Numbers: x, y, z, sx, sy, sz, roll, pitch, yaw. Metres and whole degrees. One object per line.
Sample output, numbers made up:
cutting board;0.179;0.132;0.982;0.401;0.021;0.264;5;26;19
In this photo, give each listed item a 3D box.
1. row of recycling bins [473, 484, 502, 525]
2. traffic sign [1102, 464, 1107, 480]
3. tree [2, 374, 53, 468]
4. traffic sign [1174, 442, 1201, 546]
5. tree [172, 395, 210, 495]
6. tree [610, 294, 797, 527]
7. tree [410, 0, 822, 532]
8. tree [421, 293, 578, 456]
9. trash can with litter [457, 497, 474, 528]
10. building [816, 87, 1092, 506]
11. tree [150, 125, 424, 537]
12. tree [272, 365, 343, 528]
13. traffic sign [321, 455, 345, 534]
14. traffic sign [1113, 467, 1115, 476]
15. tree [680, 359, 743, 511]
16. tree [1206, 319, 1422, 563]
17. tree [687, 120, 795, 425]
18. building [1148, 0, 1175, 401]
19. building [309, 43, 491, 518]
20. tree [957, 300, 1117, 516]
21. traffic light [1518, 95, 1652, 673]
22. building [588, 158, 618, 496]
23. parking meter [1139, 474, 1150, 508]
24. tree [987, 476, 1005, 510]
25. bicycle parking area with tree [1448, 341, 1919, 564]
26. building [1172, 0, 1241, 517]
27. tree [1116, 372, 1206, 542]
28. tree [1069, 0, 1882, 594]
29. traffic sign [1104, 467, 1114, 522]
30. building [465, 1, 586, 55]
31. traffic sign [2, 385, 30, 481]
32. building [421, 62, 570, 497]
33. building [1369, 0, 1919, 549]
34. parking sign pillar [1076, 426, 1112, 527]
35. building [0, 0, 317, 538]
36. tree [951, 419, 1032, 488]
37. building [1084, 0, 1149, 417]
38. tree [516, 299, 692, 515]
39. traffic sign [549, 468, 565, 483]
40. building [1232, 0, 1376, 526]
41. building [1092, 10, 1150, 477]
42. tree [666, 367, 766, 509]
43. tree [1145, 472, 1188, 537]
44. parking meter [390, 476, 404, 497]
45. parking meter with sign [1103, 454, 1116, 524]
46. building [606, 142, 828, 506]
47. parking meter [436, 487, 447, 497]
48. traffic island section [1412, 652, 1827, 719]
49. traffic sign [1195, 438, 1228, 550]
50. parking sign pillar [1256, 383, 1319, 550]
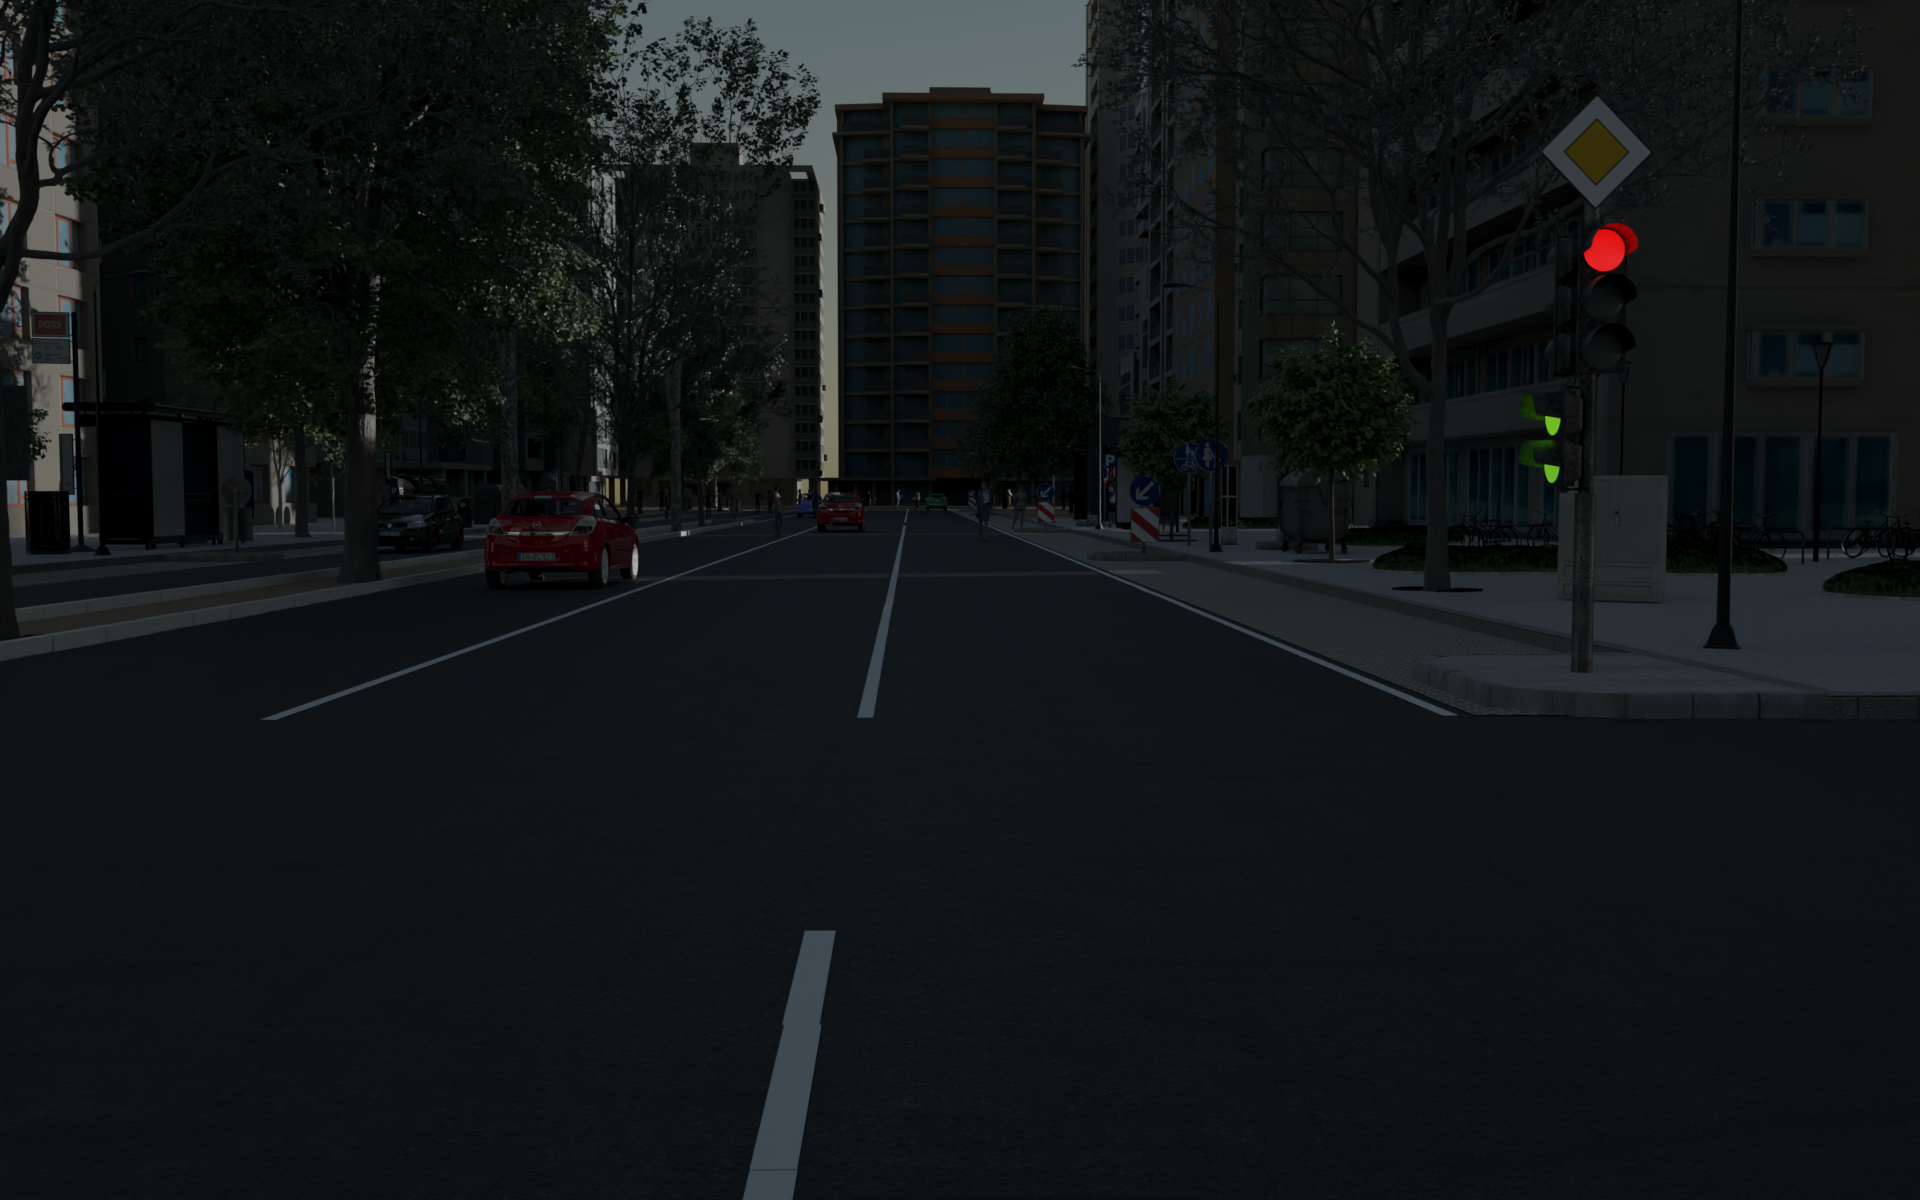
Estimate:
row of recycling bins;-20.128;-4.130;74.645;1.069;1.692;3.534;0;3;0
traffic sign;5.739;-4.395;71.969;0.768;2.556;0.104;0;4;8
tree;-23.941;-3.564;41.990;4.285;4.588;4.351;0;3;0
traffic sign;5.648;-2.601;42.638;0.768;2.556;0.104;0;4;7
tree;-25.710;-4.516;57.557;4.285;4.588;4.351;0;3;0
tree;-11.266;-8.486;75.622;8.767;10.594;7.601;0;4;-2
tree;-11.868;-12.647;65.122;12.611;20.169;13.585;0;3;0
tree;-20.628;-8.743;77.360;7.601;10.594;8.767;-1;4;-10
trash can with litter;-18.797;-3.295;65.259;1.055;1.170;0.624;3;5;41
building;-0.777;-32.709;189.416;28.867;44.769;22.147;0;4;-2
tree;-19.953;-8.124;50.954;7.486;12.596;7.792;0;3;0
tree;-25.459;-7.017;65.087;4.737;8.622;4.395;0;3;0
traffic sign;-20.336;-3.428;56.161;0.768;2.556;0.104;0;3;0
traffic sign;6.491;-4.216;69.032;0.768;2.556;0.104;0;4;3
tree;-20.802;-13.620;129.339;9.857;13.997;8.962;0;3;0
tree;7.040;-2.998;32.735;4.285;4.588;4.351;0;3;0
tree;-10.134;-8.572;52.982;12.009;13.543;11.850;0;3;0
building;21.650;-41.191;111.733;20.563;71.187;20.611;0;4;-2
building;-44.409;-24.840;98.021;32.217;40.220;23.993;0;4;-2
tree;4.934;-11.350;102.582;9.611;12.733;9.660;0;3;0
traffic light;4.464;-1.434;12.373;0.839;4.253;0.868;0;4;-2
building;-36.775;-22.960;147.091;14.107;30.474;14.160;0;4;-2
parking meter;5.337;-2.709;49.997;0.255;1.863;0.399;1;4;18
tree;2.793;-9.164;144.430;1.663;3.219;1.824;0;3;0
bicycle parking area with tree;15.141;-2.944;35.136;9.016;4.147;8.231;0;4;-8
building;19.639;-27.184;94.562;14.600;45.320;14.200;0;4;-2
tree;5.744;-3.867;46.947;4.285;4.588;4.351;0;3;0
tree;6.167;-6.860;22.537;12.009;13.543;11.850;0;3;0
traffic sign;6.383;-4.660;76.291;0.768;2.556;0.104;0;4;3
building;-36.365;-29.455;131.693;14.600;45.320;14.200;0;4;-2
traffic sign;-18.599;-2.367;32.573;2.265;3.308;0.079;0;4;5
building;-35.206;-21.181;118.008;14.160;30.474;14.107;0;4;-2
building;25.467;-26.067;49.897;21.300;48.544;21.600;0;4;-2
parking sign pillar;5.340;-4.914;68.811;1.447;3.967;1.447;0;4;-2
building;-42.174;-13.272;62.033;27.650;21.520;28.899;0;4;-2
tree;2.858;-13.746;159.156;8.767;10.594;7.601;-3;4;-39
building;28.611;-39.642;190.137;28.212;58.520;21.231;0;4;-2
tree;-19.683;-10.024;89.651;9.928;11.665;9.643;0;3;0
traffic sign;-19.741;-5.205;84.829;0.795;2.593;0.064;0;4;1
building;19.047;-18.617;76.084;14.160;30.474;14.107;0;4;-2
building;22.480;-50.474;137.922;22.319;86.520;31.000;0;4;-2
tree;-21.626;-14.447;153.217;9.611;12.733;9.660;0;3;0
tree;6.446;-3.563;52.863;1.663;3.219;1.824;0;3;0
parking meter;-18.482;-3.128;56.857;0.399;1.863;0.255;1;4;20
parking meter with sign;6.669;-4.802;74.779;0.543;3.016;1.738;-1;4;-10
building;-27.344;-30.713;194.038;23.993;40.220;32.217;0;4;-2
parking meter;-18.249;-3.216;60.996;0.372;1.533;0.369;0;3;0
traffic island section;4.504;0.599;12.488;2.009;0.180;2.903;0;4;-2
traffic sign;5.755;-2.422;39.705;0.768;2.556;0.104;0;4;3
parking sign pillar;7.592;-3.156;40.080;1.447;3.967;1.447;0;4;6
